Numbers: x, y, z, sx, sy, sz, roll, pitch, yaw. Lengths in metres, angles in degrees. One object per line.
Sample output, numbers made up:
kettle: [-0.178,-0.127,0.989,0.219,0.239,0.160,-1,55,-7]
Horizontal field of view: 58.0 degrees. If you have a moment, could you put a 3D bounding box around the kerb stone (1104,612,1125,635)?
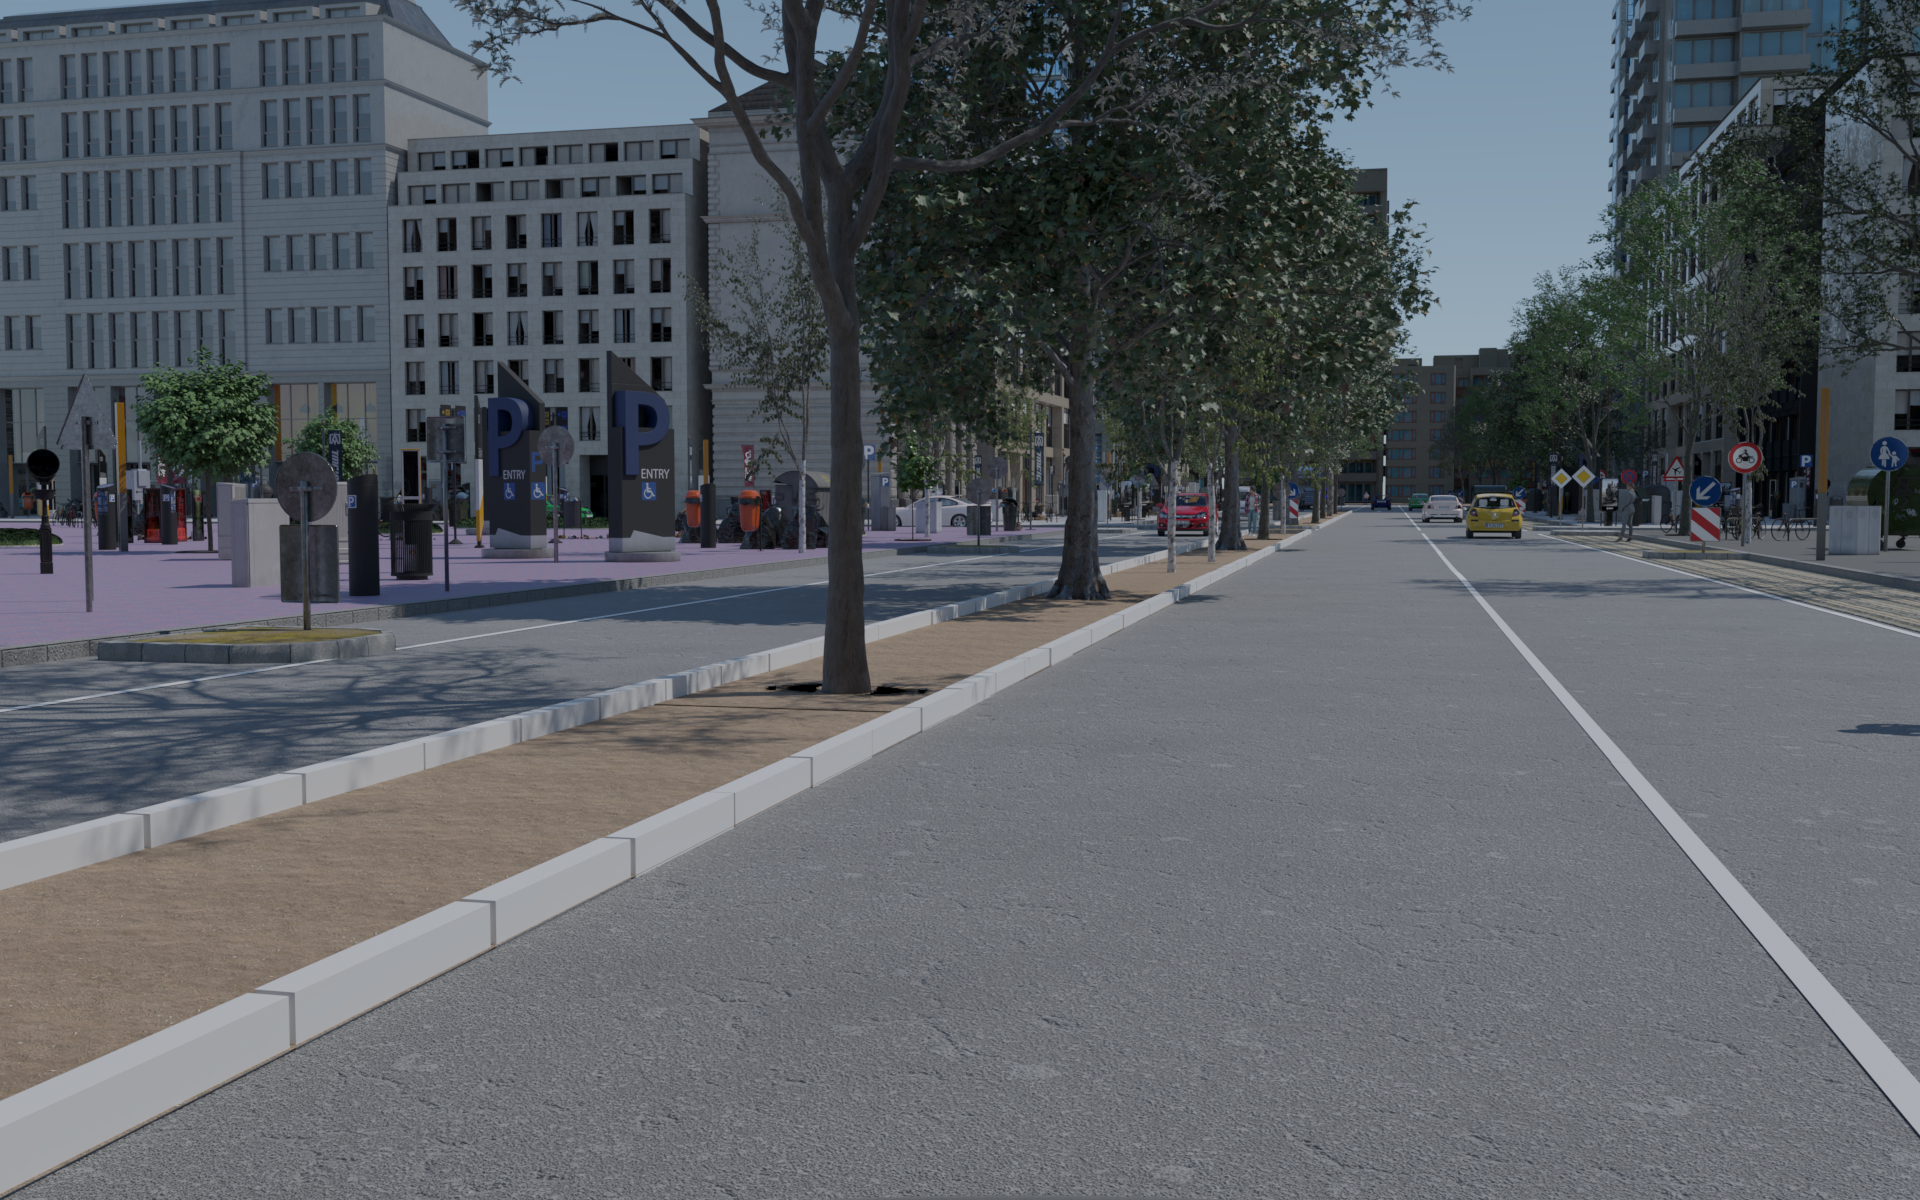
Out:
kerb stone: [1.552,0.264,17.918,0.120,0.150,1.000,1,4,14]

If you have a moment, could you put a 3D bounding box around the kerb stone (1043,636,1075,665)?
kerb stone: [0.824,0.445,14.929,0.120,0.150,1.000,1,4,14]

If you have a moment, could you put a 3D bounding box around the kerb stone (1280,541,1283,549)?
kerb stone: [8.208,-1.376,44.786,0.120,0.150,1.000,1,4,14]

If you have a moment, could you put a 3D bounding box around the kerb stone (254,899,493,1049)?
kerb stone: [-1.653,1.056,4.967,0.120,0.150,1.000,1,4,14]

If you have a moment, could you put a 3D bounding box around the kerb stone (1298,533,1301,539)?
kerb stone: [10.427,-1.928,53.744,0.120,0.150,1.000,1,4,14]

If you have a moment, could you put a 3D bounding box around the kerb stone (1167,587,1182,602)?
kerb stone: [2.782,-0.043,22.894,0.120,0.150,1.000,1,4,14]

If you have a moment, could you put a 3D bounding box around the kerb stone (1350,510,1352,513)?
kerb stone: [27.312,-6.100,121.924,0.120,0.150,1.000,1,4,14]

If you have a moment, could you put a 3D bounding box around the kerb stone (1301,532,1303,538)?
kerb stone: [10.672,-1.991,54.747,0.120,0.150,1.000,1,4,14]

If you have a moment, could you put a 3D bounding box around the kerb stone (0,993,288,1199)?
kerb stone: [-1.900,1.120,3.975,0.120,0.150,1.000,1,4,14]

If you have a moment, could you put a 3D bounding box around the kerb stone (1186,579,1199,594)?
kerb stone: [3.281,-0.164,24.880,0.120,0.150,1.000,1,4,14]

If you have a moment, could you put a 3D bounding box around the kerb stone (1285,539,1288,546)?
kerb stone: [8.703,-1.503,46.771,0.120,0.150,1.000,1,4,14]

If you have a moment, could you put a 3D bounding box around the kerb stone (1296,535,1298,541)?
kerb stone: [9.931,-1.807,51.758,0.120,0.150,1.000,1,4,14]

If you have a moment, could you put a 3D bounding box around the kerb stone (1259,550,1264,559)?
kerb stone: [6.483,-0.950,37.807,0.120,0.150,1.000,1,4,14]

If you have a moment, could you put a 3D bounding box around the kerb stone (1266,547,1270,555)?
kerb stone: [6.980,-1.077,39.809,0.120,0.150,1.000,1,4,14]

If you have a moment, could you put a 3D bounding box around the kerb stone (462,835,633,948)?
kerb stone: [-1.402,0.993,5.964,0.120,0.150,1.000,1,4,14]

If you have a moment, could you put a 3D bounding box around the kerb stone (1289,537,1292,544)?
kerb stone: [9.197,-1.621,48.760,0.120,0.150,1.000,1,4,14]

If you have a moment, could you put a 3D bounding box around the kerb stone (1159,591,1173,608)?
kerb stone: [2.536,0.024,21.896,0.120,0.150,1.000,1,4,14]

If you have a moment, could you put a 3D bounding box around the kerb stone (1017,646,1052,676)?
kerb stone: [0.564,0.508,13.928,0.120,0.150,1.000,1,4,14]

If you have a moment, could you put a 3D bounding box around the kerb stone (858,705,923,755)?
kerb stone: [-0.416,0.753,9.945,0.120,0.150,1.000,1,4,14]

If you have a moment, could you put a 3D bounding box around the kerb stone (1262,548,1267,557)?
kerb stone: [6.728,-1.016,38.815,0.120,0.150,1.000,1,4,14]

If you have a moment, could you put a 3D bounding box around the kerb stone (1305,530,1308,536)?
kerb stone: [11.414,-2.173,57.727,0.120,0.150,1.000,1,4,14]

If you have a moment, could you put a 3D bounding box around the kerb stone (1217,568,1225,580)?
kerb stone: [4.267,-0.398,28.860,0.120,0.150,1.000,1,4,14]

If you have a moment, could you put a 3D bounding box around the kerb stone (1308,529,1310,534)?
kerb stone: [11.900,-2.291,59.713,0.120,0.150,1.000,1,4,14]

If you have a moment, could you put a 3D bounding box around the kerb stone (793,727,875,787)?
kerb stone: [-0.656,0.810,8.951,0.120,0.150,1.000,1,4,14]

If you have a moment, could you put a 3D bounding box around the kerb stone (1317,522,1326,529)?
kerb stone: [15.479,-3.178,74.154,0.120,0.150,1.000,1,4,14]

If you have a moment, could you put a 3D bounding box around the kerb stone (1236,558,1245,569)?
kerb stone: [5.251,-0.651,32.839,0.120,0.150,1.000,1,4,14]

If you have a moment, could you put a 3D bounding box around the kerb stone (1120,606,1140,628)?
kerb stone: [1.805,0.201,18.908,0.120,0.150,1.000,1,4,14]

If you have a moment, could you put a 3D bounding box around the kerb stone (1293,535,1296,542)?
kerb stone: [9.687,-1.747,50.754,0.120,0.150,1.000,1,4,14]

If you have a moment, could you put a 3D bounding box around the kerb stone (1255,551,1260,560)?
kerb stone: [6.232,-0.894,36.815,0.120,0.150,1.000,1,4,14]

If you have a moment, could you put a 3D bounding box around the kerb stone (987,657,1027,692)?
kerb stone: [0.321,0.567,12.930,0.120,0.150,1.000,1,4,14]

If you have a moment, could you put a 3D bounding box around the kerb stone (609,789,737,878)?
kerb stone: [-1.149,0.932,6.961,0.120,0.150,1.000,1,4,14]

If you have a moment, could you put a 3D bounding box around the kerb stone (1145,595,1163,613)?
kerb stone: [2.293,0.080,20.900,0.120,0.150,1.000,1,4,14]

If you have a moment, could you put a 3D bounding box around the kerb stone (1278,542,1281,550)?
kerb stone: [7.952,-1.321,43.788,0.120,0.150,1.000,1,4,14]

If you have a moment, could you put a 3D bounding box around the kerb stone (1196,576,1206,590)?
kerb stone: [3.530,-0.225,25.872,0.120,0.150,1.000,1,4,14]

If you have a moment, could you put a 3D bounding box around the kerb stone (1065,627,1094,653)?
kerb stone: [1.064,0.385,15.927,0.120,0.150,1.000,1,4,14]

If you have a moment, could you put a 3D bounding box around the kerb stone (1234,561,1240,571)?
kerb stone: [5.000,-0.584,31.837,0.120,0.150,1.000,1,4,14]

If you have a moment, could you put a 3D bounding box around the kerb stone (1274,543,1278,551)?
kerb stone: [7.712,-1.258,42.795,0.120,0.150,1.000,1,4,14]

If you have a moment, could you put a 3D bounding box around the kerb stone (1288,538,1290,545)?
kerb stone: [8.951,-1.564,47.768,0.120,0.150,1.000,1,4,14]

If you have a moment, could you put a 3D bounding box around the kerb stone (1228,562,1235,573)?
kerb stone: [4.753,-0.529,30.845,0.120,0.150,1.000,1,4,14]

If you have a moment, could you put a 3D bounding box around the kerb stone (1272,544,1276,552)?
kerb stone: [7.461,-1.198,41.795,0.120,0.150,1.000,1,4,14]

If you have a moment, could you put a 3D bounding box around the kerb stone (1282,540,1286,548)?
kerb stone: [8.453,-1.442,45.778,0.120,0.150,1.000,1,4,14]

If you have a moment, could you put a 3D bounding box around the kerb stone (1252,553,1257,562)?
kerb stone: [5.992,-0.831,35.821,0.120,0.150,1.000,1,4,14]

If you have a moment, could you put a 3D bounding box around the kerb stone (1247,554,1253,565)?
kerb stone: [5.749,-0.772,34.825,0.120,0.150,1.000,1,4,14]

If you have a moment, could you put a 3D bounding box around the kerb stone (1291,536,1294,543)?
kerb stone: [9.444,-1.678,49.752,0.120,0.150,1.000,1,4,14]

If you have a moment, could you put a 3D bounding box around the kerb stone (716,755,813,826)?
kerb stone: [-0.906,0.874,7.956,0.120,0.150,1.000,1,4,14]

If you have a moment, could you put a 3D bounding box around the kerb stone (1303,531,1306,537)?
kerb stone: [11.159,-2.110,56.738,0.120,0.150,1.000,1,4,14]

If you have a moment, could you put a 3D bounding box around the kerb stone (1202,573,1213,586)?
kerb stone: [3.773,-0.286,26.867,0.120,0.150,1.000,1,4,14]

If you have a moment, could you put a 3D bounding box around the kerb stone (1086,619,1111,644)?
kerb stone: [1.311,0.324,16.919,0.120,0.150,1.000,1,4,14]

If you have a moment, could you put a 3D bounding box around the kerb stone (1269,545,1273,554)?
kerb stone: [7.227,-1.138,40.800,0.120,0.150,1.000,1,4,14]

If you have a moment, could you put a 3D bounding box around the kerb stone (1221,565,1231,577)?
kerb stone: [4.515,-0.464,29.851,0.120,0.150,1.000,1,4,14]

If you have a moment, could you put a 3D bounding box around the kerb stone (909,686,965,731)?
kerb stone: [-0.164,0.692,10.942,0.120,0.150,1.000,1,4,14]

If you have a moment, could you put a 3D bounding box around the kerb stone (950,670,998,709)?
kerb stone: [0.077,0.628,11.935,0.120,0.150,1.000,1,4,14]

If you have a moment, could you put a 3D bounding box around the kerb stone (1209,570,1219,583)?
kerb stone: [4.023,-0.347,27.867,0.120,0.150,1.000,1,4,14]

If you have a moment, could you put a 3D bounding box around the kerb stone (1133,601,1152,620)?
kerb stone: [2.046,0.142,19.901,0.120,0.150,1.000,1,4,14]

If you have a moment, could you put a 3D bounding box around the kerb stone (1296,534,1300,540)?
kerb stone: [10.177,-1.868,52.750,0.120,0.150,1.000,1,4,14]

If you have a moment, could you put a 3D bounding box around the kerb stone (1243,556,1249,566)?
kerb stone: [5.491,-0.710,33.833,0.120,0.150,1.000,1,4,14]

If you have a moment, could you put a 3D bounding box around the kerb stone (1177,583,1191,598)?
kerb stone: [3.033,-0.104,23.889,0.120,0.150,1.000,1,4,14]
